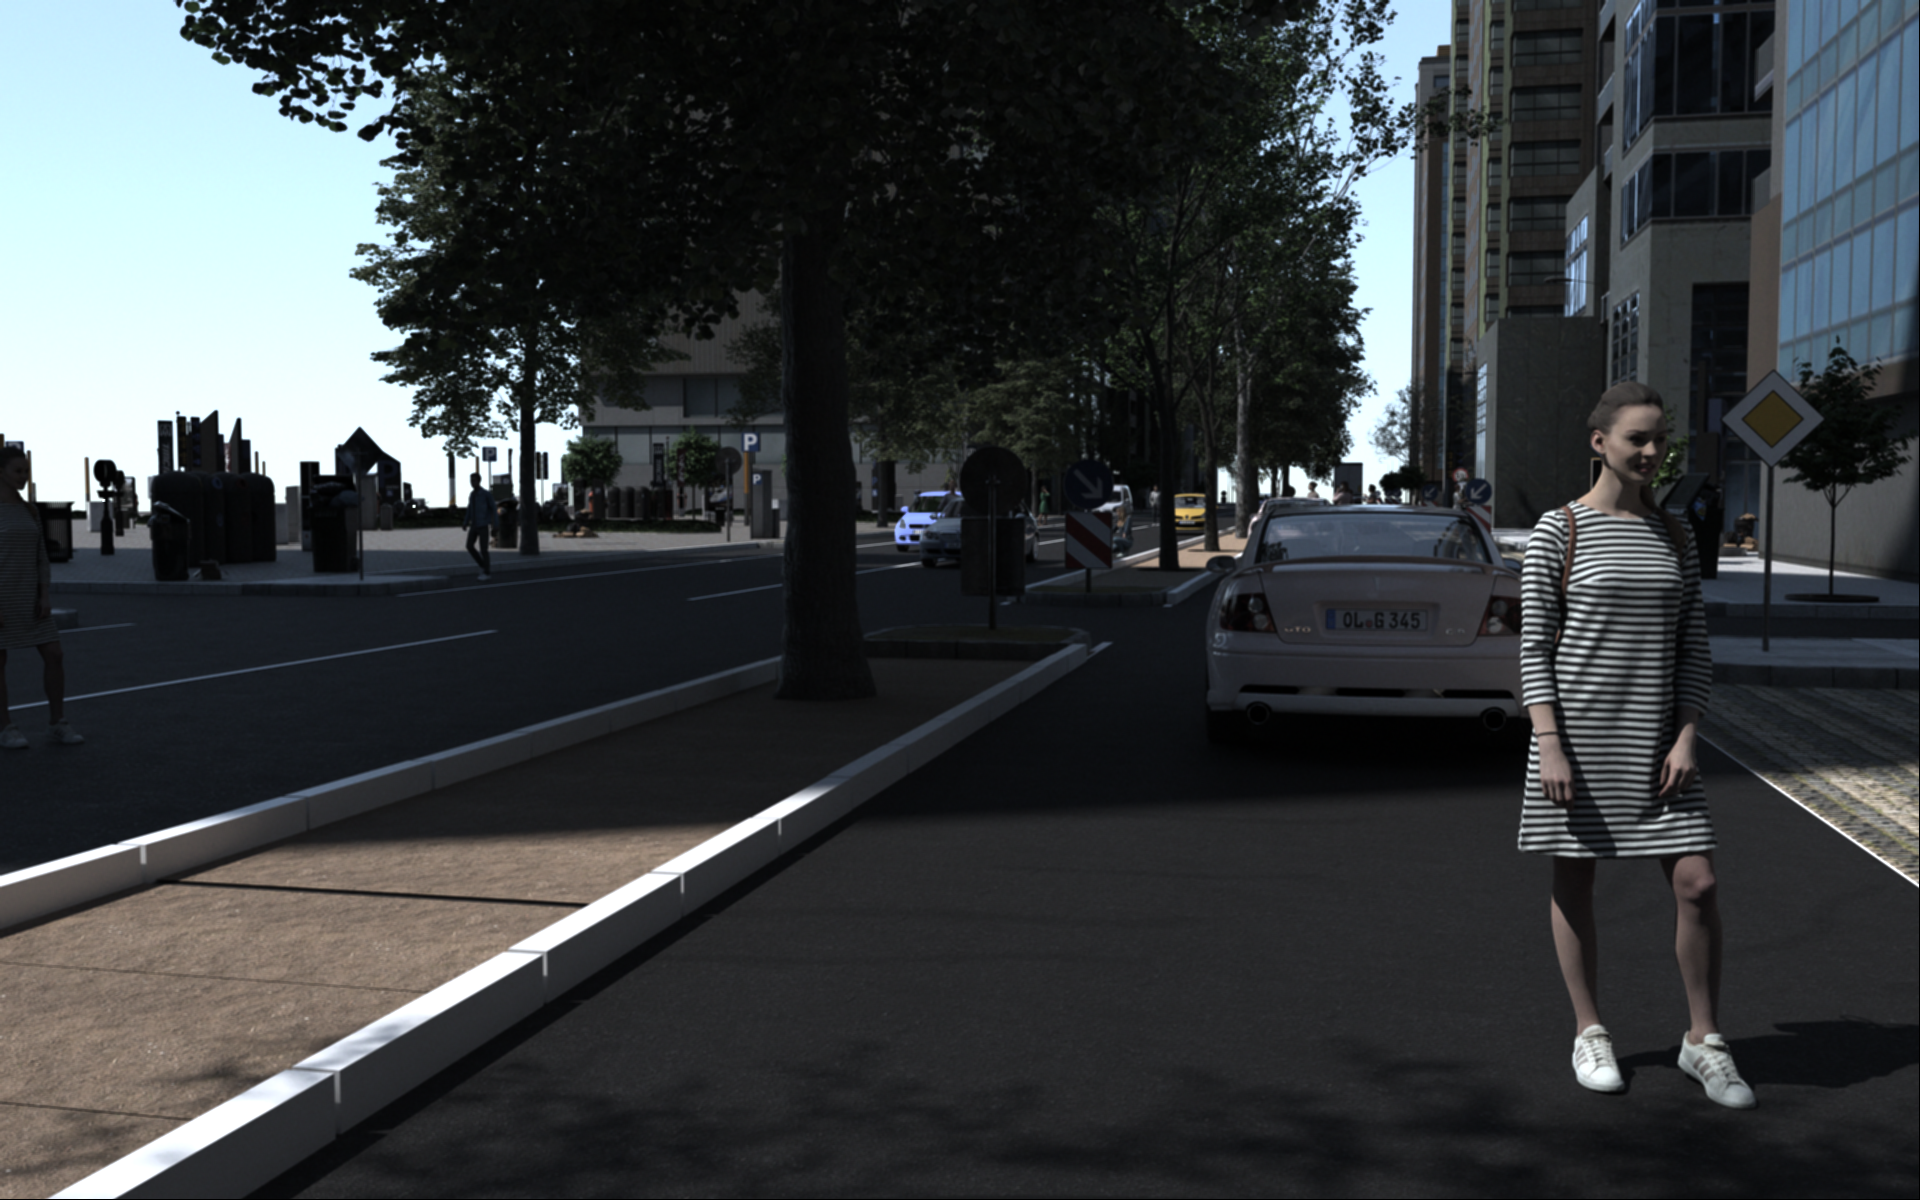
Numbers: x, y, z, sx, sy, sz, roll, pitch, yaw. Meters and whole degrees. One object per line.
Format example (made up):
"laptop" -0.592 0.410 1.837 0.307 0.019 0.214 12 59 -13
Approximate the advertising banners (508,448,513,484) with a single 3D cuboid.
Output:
"advertising banners" -17.220 -4.240 65.505 0.090 3.025 2.074 0 4 4

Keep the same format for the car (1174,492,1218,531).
"car" 8.202 -3.147 61.677 2.015 1.641 3.980 1 4 11

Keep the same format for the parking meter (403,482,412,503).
"parking meter" -26.416 -4.719 82.864 0.399 1.863 0.255 -1 4 -12

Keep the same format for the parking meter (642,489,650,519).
"parking meter" -15.709 -4.790 86.719 0.372 1.533 0.369 0 3 0

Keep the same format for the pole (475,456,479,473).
"pole" -25.901 -6.066 93.016 0.158 3.312 0.155 0 3 0

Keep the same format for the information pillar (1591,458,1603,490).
"information pillar" 13.129 -1.896 35.485 0.304 2.012 0.304 -3 4 -39

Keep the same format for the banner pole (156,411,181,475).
"banner pole" -23.626 -3.786 51.921 0.401 3.779 0.863 3 5 39

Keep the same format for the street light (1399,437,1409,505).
"street light" 36.717 -10.297 140.897 1.470 5.913 1.316 1 4 13

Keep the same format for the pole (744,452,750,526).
"pole" -8.612 -4.654 69.941 0.158 3.312 0.155 0 3 0

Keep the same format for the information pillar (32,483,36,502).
"information pillar" -59.497 -6.521 111.114 0.304 2.012 0.304 0 4 -1

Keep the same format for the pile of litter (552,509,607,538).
"pile of litter" -11.240 -2.268 51.046 1.719 0.858 1.176 3 4 37

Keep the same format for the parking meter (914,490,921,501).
"parking meter" -2.460 -5.592 99.843 0.372 1.533 0.369 0 3 0

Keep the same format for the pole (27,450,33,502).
"pole" -43.277 -5.306 80.599 0.158 3.312 0.155 0 3 0

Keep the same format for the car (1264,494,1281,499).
"car" 25.043 -7.733 138.440 2.014 1.417 4.499 1 4 12

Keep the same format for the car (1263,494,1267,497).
"car" 38.655 -12.980 221.813 1.945 1.707 3.694 1 4 12

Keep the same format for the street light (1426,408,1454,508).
"street light" 26.076 -7.412 93.719 1.470 5.913 1.316 1 4 13

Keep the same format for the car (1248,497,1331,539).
"car" 7.064 -1.457 36.188 2.083 1.381 4.827 1 4 14

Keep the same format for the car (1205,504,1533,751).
"car" 2.600 0.073 11.162 2.083 1.381 4.827 1 4 12

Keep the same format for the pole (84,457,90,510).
"pole" -48.099 -6.216 95.477 0.158 3.312 0.155 0 3 0

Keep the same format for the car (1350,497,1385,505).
"car" 15.452 -3.275 66.134 1.945 1.354 3.894 1 4 11

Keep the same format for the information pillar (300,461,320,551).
"information pillar" -14.592 -2.106 38.922 0.304 2.012 0.304 2 4 23

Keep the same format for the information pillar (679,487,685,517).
"information pillar" -15.767 -5.729 98.156 0.304 2.012 0.304 0 4 1

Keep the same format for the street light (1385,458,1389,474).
"street light" 48.419 -13.486 193.032 1.470 5.913 1.316 1 4 13

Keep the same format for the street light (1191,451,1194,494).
"street light" 24.946 -12.851 182.650 1.470 5.913 1.316 1 4 13

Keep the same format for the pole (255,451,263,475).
"pole" -33.448 -5.420 82.459 0.158 3.312 0.155 0 3 0

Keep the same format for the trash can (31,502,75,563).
"trash can" -16.993 -1.274 32.484 0.748 1.137 0.748 0 3 0

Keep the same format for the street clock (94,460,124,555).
"street clock" -18.010 -1.955 36.533 0.471 2.002 0.358 2 4 31

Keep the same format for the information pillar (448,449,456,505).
"information pillar" -26.435 -6.040 90.115 0.183 3.616 0.504 1 4 17

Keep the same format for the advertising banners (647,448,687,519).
"advertising banners" -11.077 -4.244 65.583 0.090 3.025 2.074 3 4 37

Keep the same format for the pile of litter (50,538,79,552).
"pile of litter" -20.441 -1.488 38.294 1.719 0.858 1.176 -1 4 -22

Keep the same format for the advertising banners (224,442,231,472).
"advertising banners" -25.481 -3.872 59.490 2.074 3.025 0.090 3 5 43

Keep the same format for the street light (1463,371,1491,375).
"street light" 19.691 -5.680 65.408 1.470 5.913 1.316 1 4 13

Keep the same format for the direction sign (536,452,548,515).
"direction sign" -22.412 -6.173 92.922 0.379 3.537 0.876 2 4 32

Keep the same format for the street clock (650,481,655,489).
"street clock" -16.684 -5.485 94.242 0.358 2.002 0.471 -2 4 -25

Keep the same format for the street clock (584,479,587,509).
"street clock" -17.406 -4.598 79.745 0.358 2.002 0.471 2 4 33

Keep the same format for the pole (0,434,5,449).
"pole" -32.253 -3.948 58.392 0.158 3.312 0.155 0 3 0

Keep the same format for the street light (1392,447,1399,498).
"street light" 43.081 -12.028 169.203 1.470 5.913 1.316 1 4 13

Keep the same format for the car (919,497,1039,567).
"car" 0.468 -1.430 35.389 2.014 1.417 4.499 1 4 13

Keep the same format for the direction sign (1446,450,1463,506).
"direction sign" 25.432 -5.940 89.108 0.876 3.537 0.379 -1 4 -8

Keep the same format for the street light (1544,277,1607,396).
"street light" 13.194 -3.949 37.106 1.470 5.913 1.316 1 4 13

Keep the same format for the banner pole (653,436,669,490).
"banner pole" -12.881 -5.199 75.013 0.863 3.779 0.401 -1 4 -12

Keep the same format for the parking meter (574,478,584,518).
"parking meter" -13.392 -3.375 60.896 0.255 1.863 0.399 0 4 6

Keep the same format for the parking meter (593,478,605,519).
"parking meter" -13.249 -3.540 63.591 0.399 1.863 0.255 0 4 2

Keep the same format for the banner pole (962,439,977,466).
"banner pole" 0.361 -5.415 78.556 0.863 3.779 0.401 1 4 12

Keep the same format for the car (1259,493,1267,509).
"car" 20.482 -6.803 120.816 1.945 1.707 3.694 1 4 14

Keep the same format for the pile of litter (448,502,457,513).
"pile of litter" -26.002 -4.527 87.976 1.176 0.858 1.719 -1 4 -12

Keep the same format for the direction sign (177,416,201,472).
"direction sign" -22.485 -3.583 50.573 0.379 3.537 0.876 1 4 19

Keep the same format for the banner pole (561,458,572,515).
"banner pole" -23.959 -7.073 105.666 0.863 3.779 0.401 -3 4 -36

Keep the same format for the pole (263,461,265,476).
"pole" -42.968 -6.919 106.966 0.158 3.312 0.155 0 3 0

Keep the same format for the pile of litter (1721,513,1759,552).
"pile of litter" 17.557 -1.526 38.913 1.176 0.858 1.719 -2 4 -29

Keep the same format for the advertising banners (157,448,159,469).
"advertising banners" -30.818 -4.349 67.296 0.090 3.025 2.074 0 4 -6

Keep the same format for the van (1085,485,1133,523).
"van" 6.592 -4.248 76.466 2.013 2.044 4.112 1 4 13

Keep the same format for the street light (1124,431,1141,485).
"street light" 12.756 -9.546 128.611 1.470 5.913 1.316 1 4 13

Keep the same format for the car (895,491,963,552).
"car" -0.452 -2.106 44.016 1.945 1.707 3.694 1 4 14

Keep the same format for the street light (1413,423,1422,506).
"street light" 30.295 -8.586 112.924 1.470 5.913 1.316 1 4 13

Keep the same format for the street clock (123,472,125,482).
"street clock" -25.586 -2.942 52.674 0.358 2.002 0.471 0 4 -5

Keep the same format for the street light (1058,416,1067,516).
"street light" 6.387 -7.834 100.627 1.470 5.913 1.316 1 4 13

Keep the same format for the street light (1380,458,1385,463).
"street light" 54.785 -15.235 221.628 1.470 5.913 1.316 1 4 13
